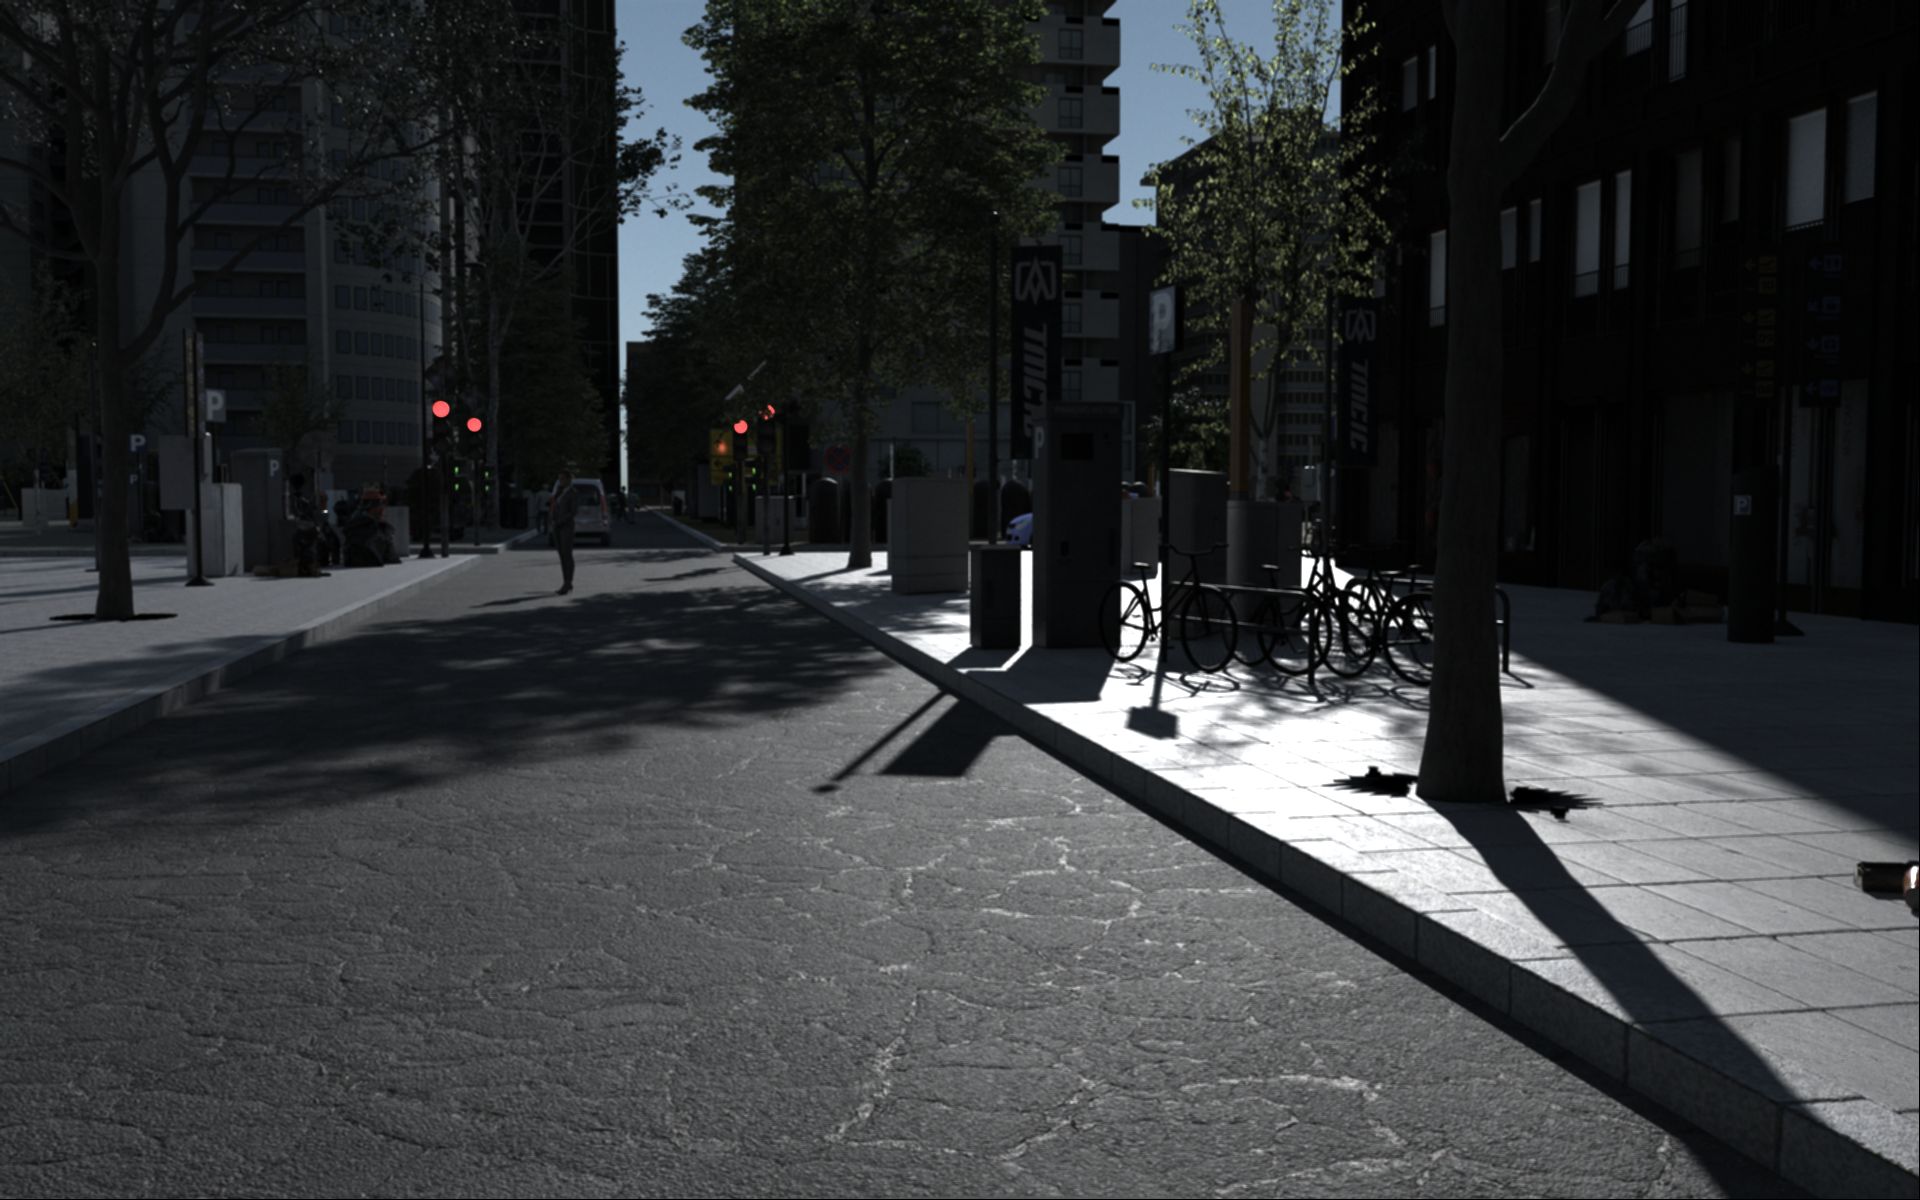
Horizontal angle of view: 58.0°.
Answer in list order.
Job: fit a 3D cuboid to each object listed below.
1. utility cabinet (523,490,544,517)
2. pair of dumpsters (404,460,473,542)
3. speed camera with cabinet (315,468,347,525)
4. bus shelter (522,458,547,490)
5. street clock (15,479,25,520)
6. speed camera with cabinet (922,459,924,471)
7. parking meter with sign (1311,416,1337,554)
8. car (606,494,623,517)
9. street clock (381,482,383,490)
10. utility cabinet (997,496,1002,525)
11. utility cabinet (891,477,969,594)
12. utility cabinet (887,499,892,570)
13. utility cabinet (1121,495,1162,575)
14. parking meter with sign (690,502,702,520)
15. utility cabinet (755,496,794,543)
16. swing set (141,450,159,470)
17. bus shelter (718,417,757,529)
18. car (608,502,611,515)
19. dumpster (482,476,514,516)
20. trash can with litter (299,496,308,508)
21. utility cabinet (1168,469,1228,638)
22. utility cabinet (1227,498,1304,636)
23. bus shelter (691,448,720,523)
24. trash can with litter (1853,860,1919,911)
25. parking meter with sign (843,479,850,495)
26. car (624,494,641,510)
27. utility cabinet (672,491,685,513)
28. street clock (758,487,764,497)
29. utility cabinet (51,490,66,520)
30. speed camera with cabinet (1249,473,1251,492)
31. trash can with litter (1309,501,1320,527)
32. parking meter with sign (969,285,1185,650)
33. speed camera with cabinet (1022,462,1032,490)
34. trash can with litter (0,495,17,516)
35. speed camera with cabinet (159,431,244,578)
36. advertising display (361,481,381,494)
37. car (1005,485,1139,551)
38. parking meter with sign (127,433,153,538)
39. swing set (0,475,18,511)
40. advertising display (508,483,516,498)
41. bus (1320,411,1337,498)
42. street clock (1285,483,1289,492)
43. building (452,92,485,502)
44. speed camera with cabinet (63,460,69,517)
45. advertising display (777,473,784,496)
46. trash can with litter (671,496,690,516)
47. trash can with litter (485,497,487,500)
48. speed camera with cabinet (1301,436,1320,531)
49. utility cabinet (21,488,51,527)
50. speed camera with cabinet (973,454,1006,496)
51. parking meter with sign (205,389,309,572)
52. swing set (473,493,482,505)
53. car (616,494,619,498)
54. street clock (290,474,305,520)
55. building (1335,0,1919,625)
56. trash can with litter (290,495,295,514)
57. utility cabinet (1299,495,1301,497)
[{"bbox_3d":[-23.230,-5.248,94.477,1.173,1.500,0.318,-1,4,-10],"label":"utility cabinet"},{"bbox_3d":[-14.621,-2.817,48.548,1.574,2.255,4.437,-1,4,-11],"label":"pair of dumpsters"},{"bbox_3d":[-26.567,-4.822,73.169,0.660,3.252,2.038,-3,5,-43],"label":"speed camera with cabinet"},{"bbox_3d":[-26.102,-7.066,106.812,1.731,3.624,6.357,-1,4,-11],"label":"bus shelter"},{"bbox_3d":[-45.835,-4.889,84.503,0.358,2.002,0.471,0,4,0],"label":"street clock"},{"bbox_3d":[-2.796,-6.354,98.228,2.038,3.252,0.660,2,4,26],"label":"speed camera with cabinet"},{"bbox_3d":[8.180,-2.554,38.016,0.543,3.016,1.738,2,4,28],"label":"parking meter with sign"},{"bbox_3d":[-22.263,-5.961,109.267,2.131,1.459,4.920,-1,4,-13],"label":"car"},{"bbox_3d":[-34.582,-6.040,103.319,0.358,2.002,0.471,-3,5,-39],"label":"street clock"},{"bbox_3d":[1.910,-3.748,72.440,0.306,1.237,1.020,-2,4,-31],"label":"utility cabinet"},{"bbox_3d":[-0.386,-0.842,22.451,0.318,1.500,1.173,3,5,42],"label":"utility cabinet"},{"bbox_3d":[-0.778,-1.132,29.667,1.020,1.237,0.306,-3,5,-41],"label":"utility cabinet"},{"bbox_3d":[2.870,-1.030,27.999,0.306,1.237,1.020,2,4,31],"label":"utility cabinet"},{"bbox_3d":[-12.901,-5.571,87.353,1.738,3.016,0.543,2,4,35],"label":"parking meter with sign"},{"bbox_3d":[-4.876,-2.098,45.459,1.020,1.237,0.306,2,4,24],"label":"utility cabinet"},{"bbox_3d":[-28.657,-3.886,61.163,3.119,2.851,2.862,-1,4,-21],"label":"swing set"},{"bbox_3d":[-8.455,-5.480,67.228,2.179,5.291,8.768,-1,4,-11],"label":"bus shelter"},{"bbox_3d":[-18.176,-4.502,85.606,2.014,1.417,4.499,-1,4,-13],"label":"car"},{"bbox_3d":[-22.629,-5.019,84.550,1.502,2.255,1.985,-1,4,-11],"label":"dumpster"},{"bbox_3d":[-34.305,-4.868,90.984,1.055,1.170,0.624,1,4,9],"label":"trash can with litter"},{"bbox_3d":[2.147,-0.428,15.683,0.318,1.500,1.173,1,4,23],"label":"utility cabinet"},{"bbox_3d":[2.791,-0.303,16.120,0.306,1.237,1.020,-1,4,-23],"label":"utility cabinet"},{"bbox_3d":[-10.465,-4.937,74.649,2.014,3.302,5.546,-1,4,-11],"label":"bus shelter"},{"bbox_3d":[3.793,0.343,5.451,2.233,1.210,1.678,-1,4,-12],"label":"trash can with litter"},{"bbox_3d":[-5.563,-5.530,86.676,0.543,3.016,1.738,-1,4,-16],"label":"parking meter with sign"},{"bbox_3d":[-30.269,-9.174,158.791,1.959,1.807,4.718,-1,4,-11],"label":"car"},{"bbox_3d":[-18.852,-6.554,115.830,0.318,1.500,1.173,1,4,23],"label":"utility cabinet"},{"bbox_3d":[-6.271,-3.074,54.825,0.358,2.002,0.471,-1,4,-10],"label":"street clock"},{"bbox_3d":[-44.621,-4.680,85.198,0.318,1.500,1.173,2,4,30],"label":"utility cabinet"},{"bbox_3d":[11.743,-4.737,71.781,0.660,3.252,2.038,1,4,9],"label":"speed camera with cabinet"},{"bbox_3d":[13.674,-3.287,65.130,1.055,1.170,0.624,0,4,7],"label":"trash can with litter"},{"bbox_3d":[0.963,-1.118,14.543,1.738,3.016,0.543,-1,4,-17],"label":"parking meter with sign"},{"bbox_3d":[4.619,-6.806,105.610,0.660,3.252,2.038,-2,4,-34],"label":"speed camera with cabinet"},{"bbox_3d":[-55.868,-5.543,101.691,1.678,1.210,2.233,3,4,37],"label":"trash can with litter"},{"bbox_3d":[-11.571,-1.962,26.413,0.660,3.252,2.038,0,4,-5],"label":"speed camera with cabinet"},{"bbox_3d":[-28.452,-4.802,83.734,0.123,1.923,0.974,3,5,40],"label":"advertising display"},{"bbox_3d":[2.981,-2.058,43.238,3.694,1.707,1.945,-1,4,-11],"label":"car"},{"bbox_3d":[-24.170,-3.324,50.609,0.543,3.016,1.738,-3,4,-36],"label":"parking meter with sign"},{"bbox_3d":[-49.631,-5.498,87.508,2.862,2.851,3.119,0,4,-1],"label":"swing set"},{"bbox_3d":[-25.716,-5.795,99.965,0.974,1.923,0.123,-2,4,-33],"label":"advertising display"},{"bbox_3d":[15.481,-3.232,44.385,12.252,3.916,2.896,-1,4,-9],"label":"bus"},{"bbox_3d":[22.106,-6.882,117.094,0.358,2.002,0.471,0,4,6],"label":"street clock"},{"bbox_3d":[-57.431,-28.776,162.364,23.993,40.220,32.217,-1,4,-11],"label":"building"},{"bbox_3d":[-50.965,-6.363,98.373,0.660,3.252,2.038,1,4,10],"label":"speed camera with cabinet"},{"bbox_3d":[-5.451,-2.937,53.230,0.123,1.923,0.974,-1,4,-18],"label":"advertising display"},{"bbox_3d":[-16.220,-5.470,100.818,1.055,1.170,0.624,-2,4,-30],"label":"trash can with litter"},{"bbox_3d":[-19.808,-3.795,73.436,0.624,1.170,1.055,-1,4,-23],"label":"trash can with litter"},{"bbox_3d":[12.633,-3.955,58.998,2.038,3.252,0.660,3,5,43],"label":"speed camera with cabinet"},{"bbox_3d":[-35.476,-3.532,66.432,1.173,1.500,0.318,2,4,30],"label":"utility cabinet"},{"bbox_3d":[1.252,-5.613,86.104,2.038,3.252,0.660,2,4,28],"label":"speed camera with cabinet"},{"bbox_3d":[-11.629,-1.981,28.651,1.738,3.016,0.543,1,4,15],"label":"parking meter with sign"},{"bbox_3d":[-29.656,-6.950,111.255,3.119,2.851,2.862,0,4,0],"label":"swing set"},{"bbox_3d":[-35.390,-10.030,175.789,2.131,1.459,4.920,-1,4,-10],"label":"car"},{"bbox_3d":[-23.771,-3.523,62.176,0.358,2.002,0.471,2,4,26],"label":"street clock"},{"bbox_3d":[14.133,-11.833,23.154,12.332,23.373,15.834,-1,4,-11],"label":"building"},{"bbox_3d":[-42.504,-6.139,111.426,2.233,1.210,1.678,1,4,18],"label":"trash can with litter"},{"bbox_3d":[20.465,-5.668,103.833,0.306,1.237,1.020,1,4,12],"label":"utility cabinet"}]
